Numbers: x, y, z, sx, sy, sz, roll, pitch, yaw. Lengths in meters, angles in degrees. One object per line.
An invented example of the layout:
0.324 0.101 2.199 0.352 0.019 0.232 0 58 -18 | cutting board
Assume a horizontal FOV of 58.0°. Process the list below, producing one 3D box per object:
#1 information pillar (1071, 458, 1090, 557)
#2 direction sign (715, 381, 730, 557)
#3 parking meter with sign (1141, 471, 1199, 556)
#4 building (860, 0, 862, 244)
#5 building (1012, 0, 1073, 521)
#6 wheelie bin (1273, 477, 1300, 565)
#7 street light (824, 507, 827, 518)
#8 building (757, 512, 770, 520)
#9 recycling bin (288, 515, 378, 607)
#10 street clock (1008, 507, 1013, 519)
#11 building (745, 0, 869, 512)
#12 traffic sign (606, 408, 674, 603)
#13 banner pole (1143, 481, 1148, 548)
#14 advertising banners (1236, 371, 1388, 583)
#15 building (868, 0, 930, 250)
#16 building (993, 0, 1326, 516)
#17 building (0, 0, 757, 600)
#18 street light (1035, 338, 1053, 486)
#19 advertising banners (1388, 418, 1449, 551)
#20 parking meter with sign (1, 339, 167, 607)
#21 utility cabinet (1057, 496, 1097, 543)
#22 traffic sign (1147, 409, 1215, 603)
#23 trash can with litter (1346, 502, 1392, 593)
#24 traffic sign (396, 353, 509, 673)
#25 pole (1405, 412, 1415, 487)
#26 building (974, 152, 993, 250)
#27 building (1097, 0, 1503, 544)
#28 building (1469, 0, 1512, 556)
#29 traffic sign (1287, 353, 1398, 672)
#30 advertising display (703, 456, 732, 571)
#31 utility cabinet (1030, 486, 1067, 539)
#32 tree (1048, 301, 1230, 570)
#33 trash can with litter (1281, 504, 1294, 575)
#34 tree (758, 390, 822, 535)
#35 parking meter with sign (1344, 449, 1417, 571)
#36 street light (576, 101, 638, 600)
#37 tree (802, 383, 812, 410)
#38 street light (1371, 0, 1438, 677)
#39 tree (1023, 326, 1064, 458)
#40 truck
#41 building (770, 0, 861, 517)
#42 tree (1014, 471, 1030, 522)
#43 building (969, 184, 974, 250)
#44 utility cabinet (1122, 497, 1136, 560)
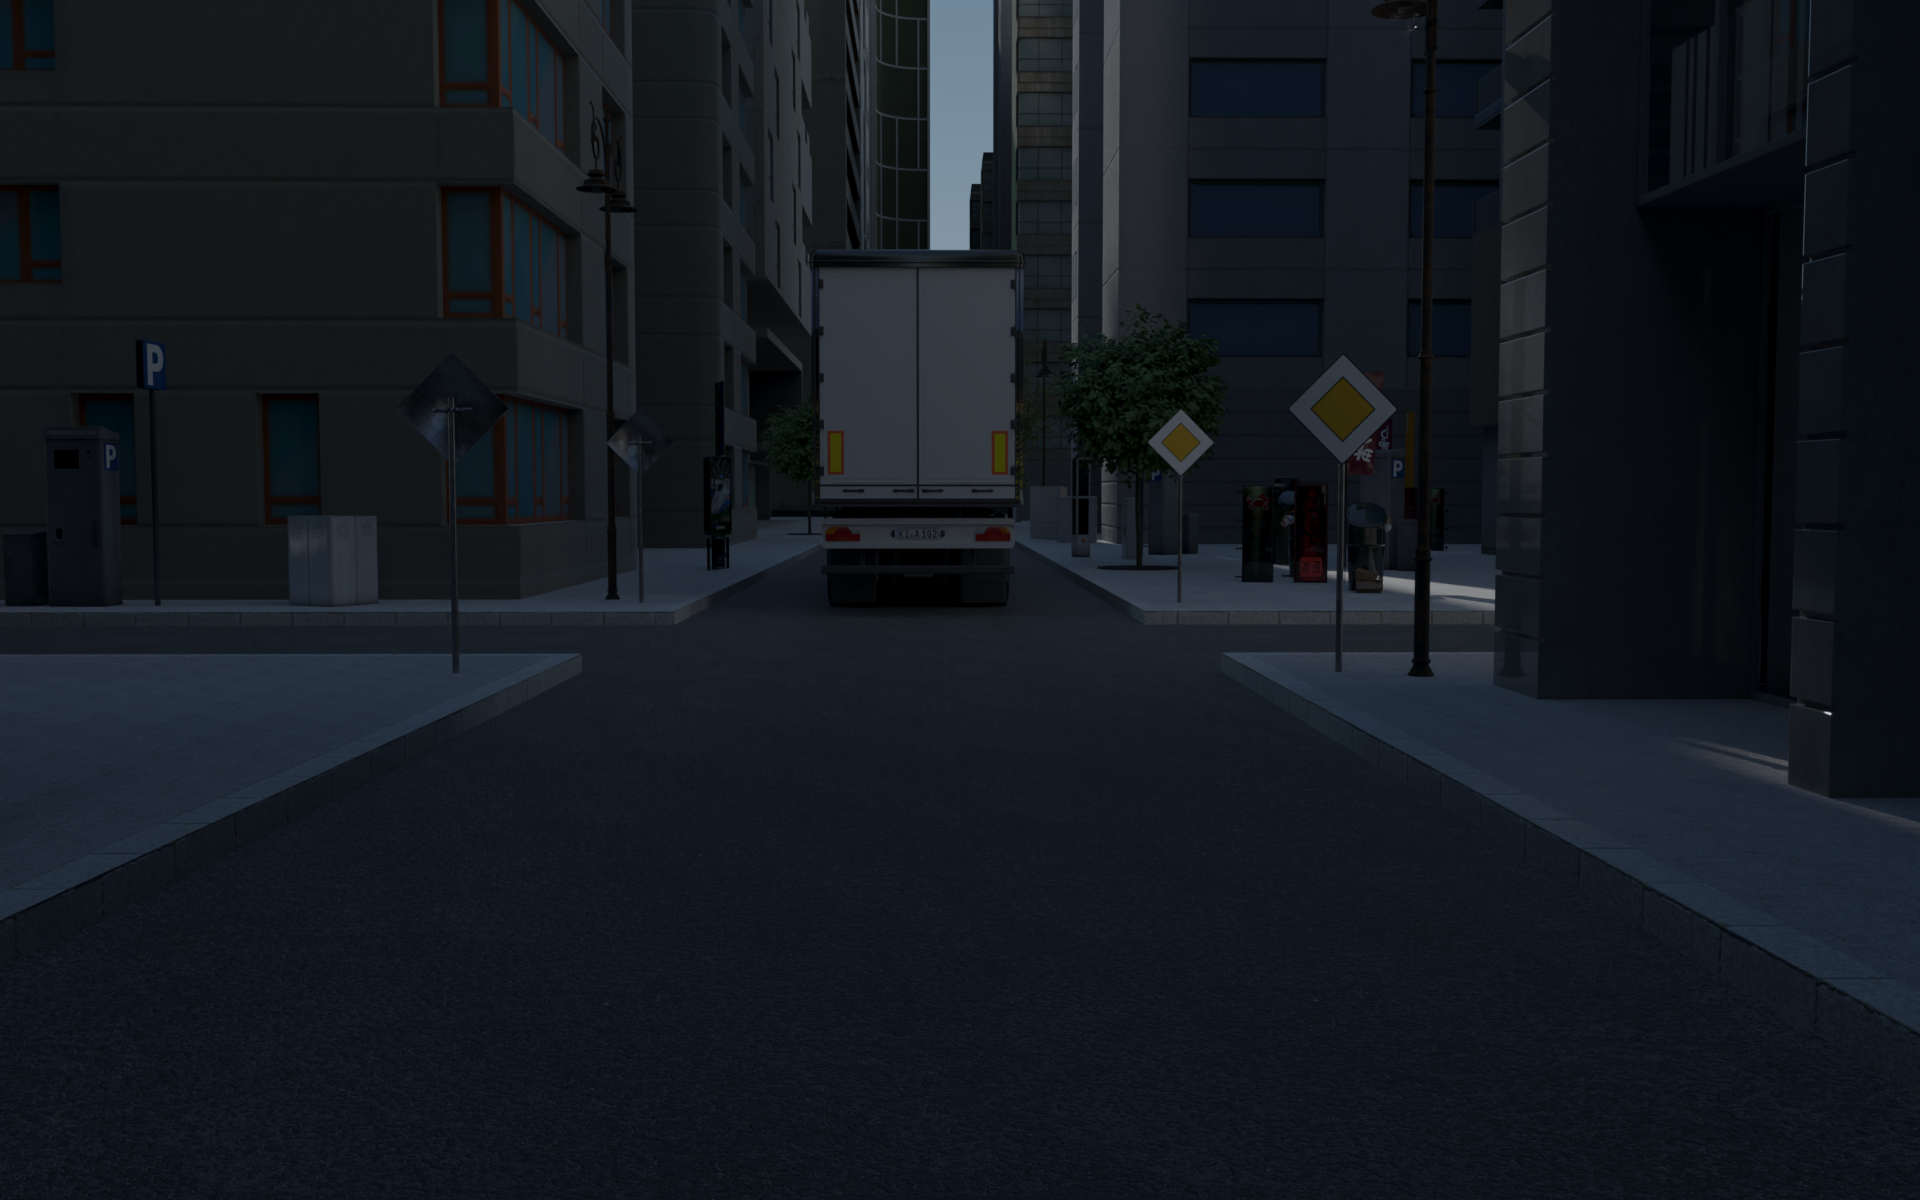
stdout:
2.459 -1.879 35.209 0.304 2.012 0.304 -1 4 -16 | information pillar
-4.865 -2.637 35.107 0.379 3.537 0.876 -1 4 -18 | direction sign
4.368 -2.466 36.587 1.738 3.016 0.543 -3 5 -45 | parking meter with sign
-14.325 -26.921 123.756 14.154 41.232 14.086 0 4 -1 | building
9.575 -24.747 88.206 14.154 41.232 14.086 0 4 -1 | building
5.966 -1.451 31.639 0.693 1.594 0.980 -2 4 -28 | wheelie bin
-4.939 -5.546 63.473 0.468 5.910 1.993 0 4 -1 | street light
-20.166 -29.390 69.762 28.713 52.752 27.495 0 4 -1 | building
-7.272 -0.461 20.098 0.722 1.027 0.722 2 4 27 | recycling bin
1.850 -3.613 63.645 0.471 2.002 0.358 -1 4 -13 | street clock
-21.589 -34.635 155.519 27.495 52.752 28.713 0 4 -1 | building
-3.749 -1.021 20.341 0.795 2.450 0.064 0 4 -1 | traffic sign
4.549 -3.168 41.811 0.401 3.779 0.863 3 5 43 | banner pole
5.030 -1.758 24.923 2.074 3.025 0.090 1 4 12 | advertising banners
-13.547 -45.887 188.496 20.611 71.187 20.563 0 4 -1 | building
12.918 -35.801 127.353 21.231 58.520 28.212 0 4 -1 | building
-19.417 -11.594 34.594 27.650 21.520 28.899 0 4 -1 | building
2.493 -4.813 51.478 0.468 5.910 1.993 0 4 -1 | street light
10.277 -2.653 39.565 0.090 3.025 2.074 -3 4 -37 | advertising banners
-10.048 -1.441 19.828 1.738 3.016 0.543 0 4 0 | parking meter with sign
3.097 -2.118 45.793 1.020 1.237 0.306 1 4 15 | utility cabinet
2.594 -1.027 20.430 0.795 2.450 0.064 0 4 -1 | traffic sign
5.417 -0.697 22.782 0.624 1.170 1.055 0 4 7 | trash can with litter
-3.612 -0.533 12.358 0.795 2.450 0.064 0 4 -1 | traffic sign
11.177 -3.012 43.088 0.158 3.312 0.155 0 3 0 | pole
8.724 -23.092 149.261 14.160 30.474 14.107 0 4 -1 | building
14.256 -31.475 56.619 21.231 58.520 28.212 0 4 -1 | building
17.977 -23.157 28.734 14.200 45.320 14.600 0 4 -1 | building
2.732 -0.538 12.446 0.795 2.450 0.064 0 4 -1 | traffic sign
-4.111 -1.481 29.421 0.123 1.923 0.974 1 4 14 | advertising display
2.511 -2.462 48.939 0.318 1.500 1.173 -3 5 -43 | utility cabinet
3.137 -2.815 29.733 4.285 4.588 4.351 0 3 0 | tree
5.282 -0.944 26.818 0.624 1.170 1.055 1 4 10 | trash can with litter
-4.680 -4.345 54.749 4.285 4.588 4.351 0 3 0 | tree
7.164 -2.027 29.404 0.543 3.016 1.738 -2 4 -34 | parking meter with sign
-4.232 -2.944 20.923 0.468 5.910 1.993 0 4 -1 | street light
-6.203 -8.492 89.203 4.360 8.622 3.978 0 3 0 | tree
3.256 -2.402 12.054 0.468 5.910 1.993 0 4 -1 | street light
2.415 -7.595 74.539 4.737 8.622 4.395 0 3 0 | tree
-0.604 -2.237 25.494 2.839 4.237 11.283 0 4 -1 | truck
-17.126 -29.466 105.479 21.300 48.544 21.600 0 4 -1 | building
2.283 -5.132 78.506 1.663 3.219 1.824 0 3 0 | tree
7.856 -23.973 163.665 14.160 30.474 14.107 0 4 -1 | building
3.378 -1.416 34.307 0.306 1.237 1.020 0 4 1 | utility cabinet
